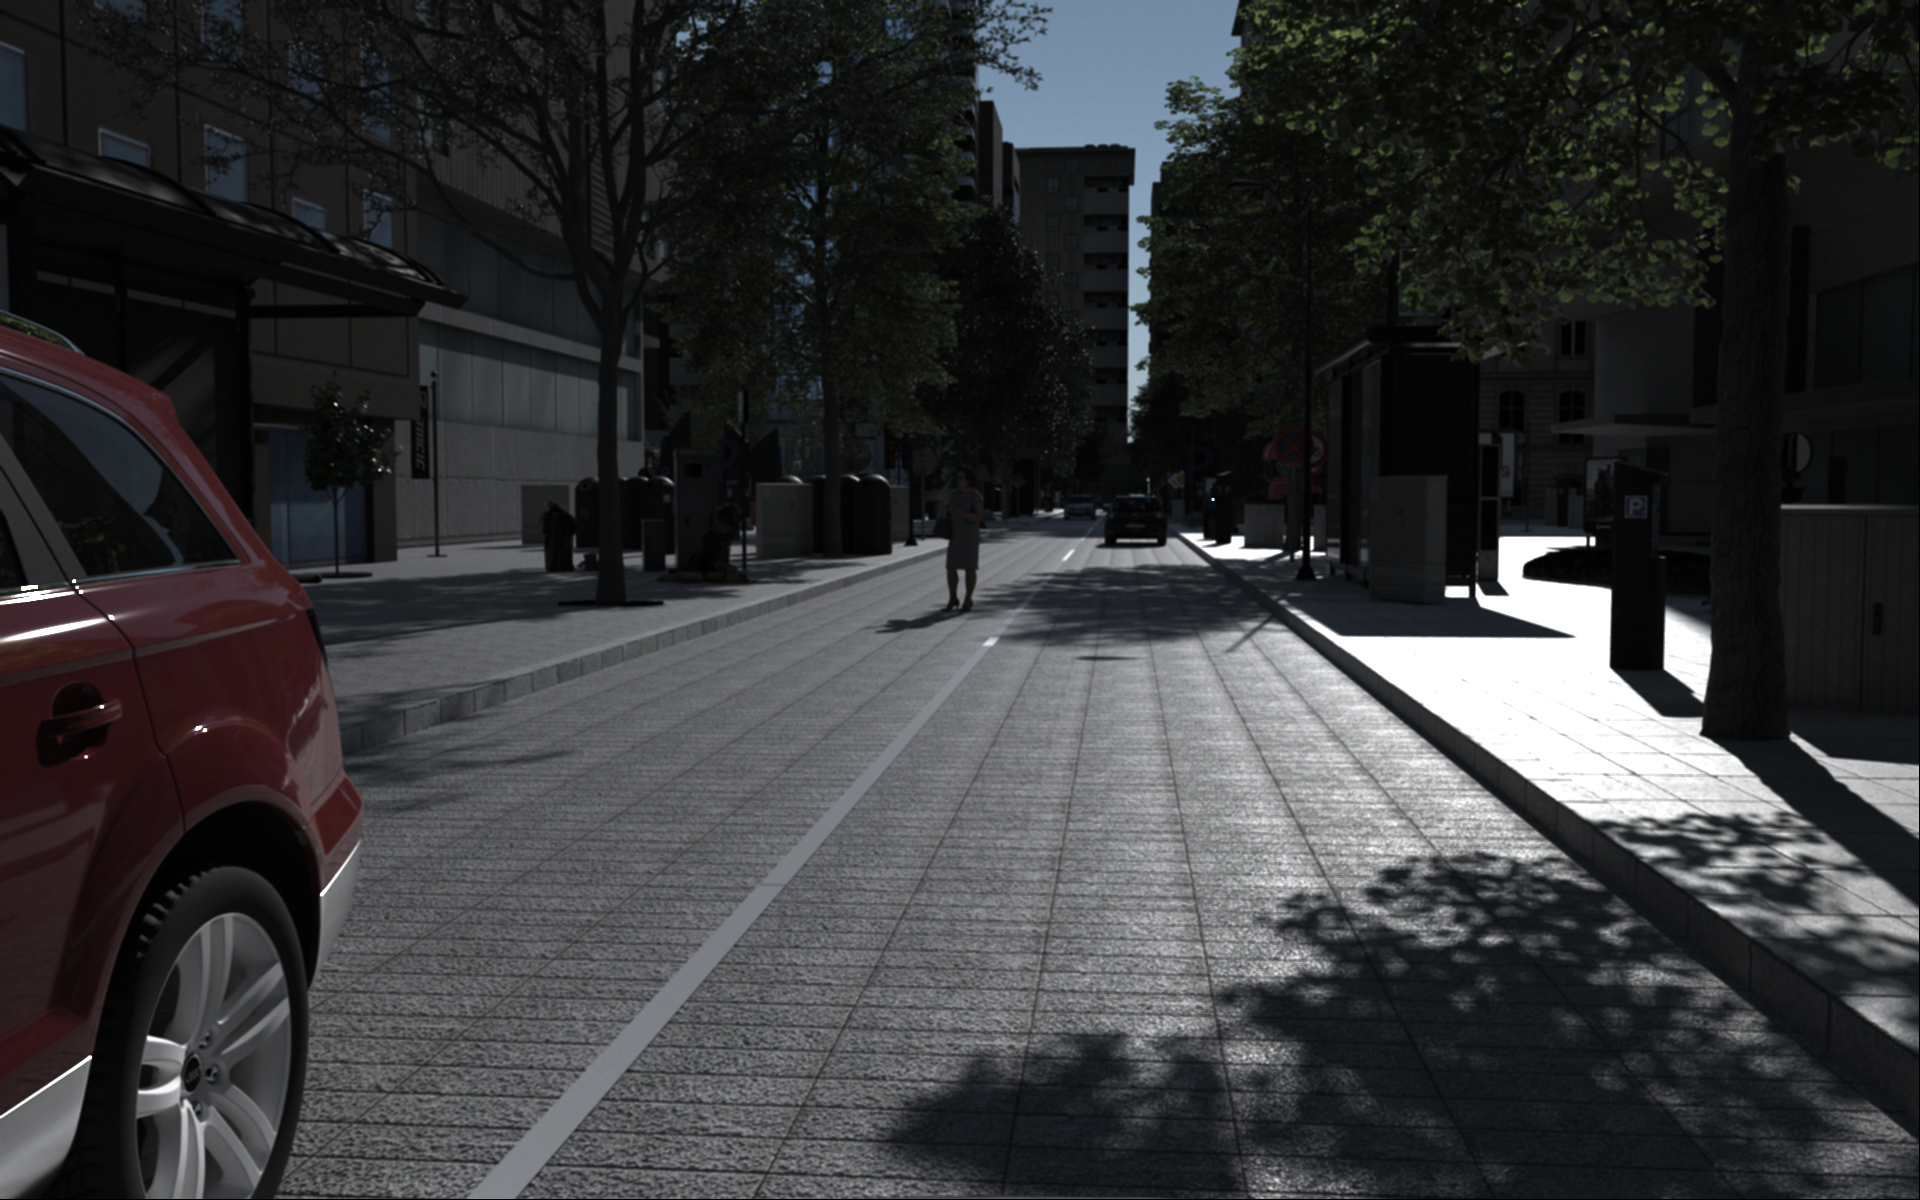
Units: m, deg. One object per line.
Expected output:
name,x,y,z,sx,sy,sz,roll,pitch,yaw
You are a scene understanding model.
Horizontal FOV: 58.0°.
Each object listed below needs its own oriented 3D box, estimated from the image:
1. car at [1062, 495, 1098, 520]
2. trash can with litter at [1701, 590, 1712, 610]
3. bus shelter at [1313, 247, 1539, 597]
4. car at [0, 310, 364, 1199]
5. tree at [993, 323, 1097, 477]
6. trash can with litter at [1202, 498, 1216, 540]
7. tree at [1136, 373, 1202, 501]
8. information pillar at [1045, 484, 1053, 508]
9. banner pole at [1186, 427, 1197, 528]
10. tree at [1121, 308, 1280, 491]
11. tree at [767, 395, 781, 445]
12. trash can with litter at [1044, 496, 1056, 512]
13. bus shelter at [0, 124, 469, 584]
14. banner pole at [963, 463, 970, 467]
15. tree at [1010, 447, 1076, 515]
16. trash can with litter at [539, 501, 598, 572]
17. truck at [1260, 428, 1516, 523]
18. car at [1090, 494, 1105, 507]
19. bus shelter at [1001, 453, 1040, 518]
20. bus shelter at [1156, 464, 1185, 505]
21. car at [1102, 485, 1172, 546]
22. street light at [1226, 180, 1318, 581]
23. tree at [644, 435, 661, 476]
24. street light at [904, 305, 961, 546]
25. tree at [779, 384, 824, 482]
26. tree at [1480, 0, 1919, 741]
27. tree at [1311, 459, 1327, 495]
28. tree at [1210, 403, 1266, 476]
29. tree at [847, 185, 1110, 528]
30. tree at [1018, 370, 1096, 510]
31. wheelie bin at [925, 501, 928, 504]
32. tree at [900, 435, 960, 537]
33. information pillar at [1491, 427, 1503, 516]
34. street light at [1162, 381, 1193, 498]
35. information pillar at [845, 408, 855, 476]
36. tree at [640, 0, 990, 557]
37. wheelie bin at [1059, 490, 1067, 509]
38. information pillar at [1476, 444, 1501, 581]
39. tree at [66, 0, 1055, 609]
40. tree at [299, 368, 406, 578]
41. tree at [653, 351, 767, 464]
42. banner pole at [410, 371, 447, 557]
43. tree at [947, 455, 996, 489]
car,6.750,-5.210,97.182,2.014,1.417,4.499,0,4,5
trash can with litter,8.496,-0.436,18.516,1.055,1.170,0.624,3,5,43
bus shelter,6.522,-2.946,25.795,2.179,5.291,8.768,0,4,5
car,-2.412,0.429,1.662,2.281,1.827,5.304,0,4,3
tree,4.710,-12.997,119.155,9.857,13.997,8.962,0,3,0
trash can with litter,7.275,-2.311,49.175,0.624,1.170,1.055,-1,4,-14
tree,12.394,-9.228,101.239,4.360,8.622,3.978,0,3,0
information pillar,6.612,-7.520,127.447,0.304,2.012,0.304,-2,4,-34
banner pole,8.746,-4.603,65.282,0.401,3.779,0.863,0,4,6
tree,12.240,-9.203,84.884,7.601,10.594,8.767,-1,4,-11
tree,-14.181,-10.424,120.798,4.737,8.622,4.395,0,3,0
trash can with litter,6.283,-6.736,121.525,0.624,1.170,1.055,1,4,20
bus shelter,-5.193,-1.060,11.260,2.014,3.302,5.546,0,4,5
banner pole,0.382,-5.559,80.905,0.863,3.779,0.401,0,4,6
tree,4.551,-7.615,108.226,4.285,4.588,4.351,0,3,0
trash can with litter,-6.456,-1.070,28.888,1.055,1.170,0.624,-1,4,-23
truck,18.100,-5.286,75.344,11.283,4.237,2.839,0,4,6
car,14.558,-10.768,186.281,2.015,1.641,3.980,0,4,6
bus shelter,3.464,-7.410,98.782,2.179,5.291,8.768,0,4,6
bus shelter,14.452,-7.594,118.086,2.014,3.302,5.546,0,4,5
car,5.046,-2.426,49.457,2.009,1.686,4.222,0,4,7
street light,4.630,-3.255,25.756,1.470,5.913,1.316,0,4,5
tree,-17.458,-6.858,95.846,4.285,4.588,4.351,0,3,0
street light,-0.675,-4.298,42.815,1.470,5.913,1.316,0,4,5
tree,-10.396,-10.155,116.402,4.360,8.622,3.978,0,3,0
tree,4.308,-5.523,8.431,7.486,12.596,7.792,0,3,0
tree,14.921,-4.589,69.636,1.663,3.219,1.824,0,3,0
tree,19.017,-10.297,118.717,4.737,8.622,4.395,0,3,0
tree,0.512,-9.050,64.973,9.611,12.733,9.660,0,3,0
tree,7.632,-13.348,143.999,9.928,11.665,9.643,0,3,0
wheelie bin,-3.156,-9.013,155.270,0.693,1.594,0.980,-3,4,-38
tree,-1.134,-3.503,51.881,1.663,3.219,1.824,0,3,0
information pillar,18.534,-4.192,59.886,0.183,3.616,0.504,-2,4,-25
street light,9.023,-6.047,71.407,1.470,5.913,1.316,0,4,5
information pillar,-2.992,-3.414,47.177,0.183,3.616,0.504,-2,4,-29
tree,-2.874,-7.122,34.575,7.486,12.596,7.792,0,3,0
wheelie bin,8.973,-8.715,150.398,0.693,1.594,0.980,0,4,-4
information pillar,7.779,-1.286,25.516,0.304,2.012,0.304,1,4,11
tree,-4.070,-6.688,19.721,12.009,13.543,11.850,0,3,0
tree,-9.652,-1.959,26.626,1.663,3.219,1.824,0,3,0
tree,-12.865,-8.336,86.659,4.737,8.622,4.395,0,3,0
banner pole,-10.845,-2.764,35.217,0.401,3.779,0.863,2,4,32
tree,0.466,-7.308,103.205,4.285,4.588,4.351,0,3,0
